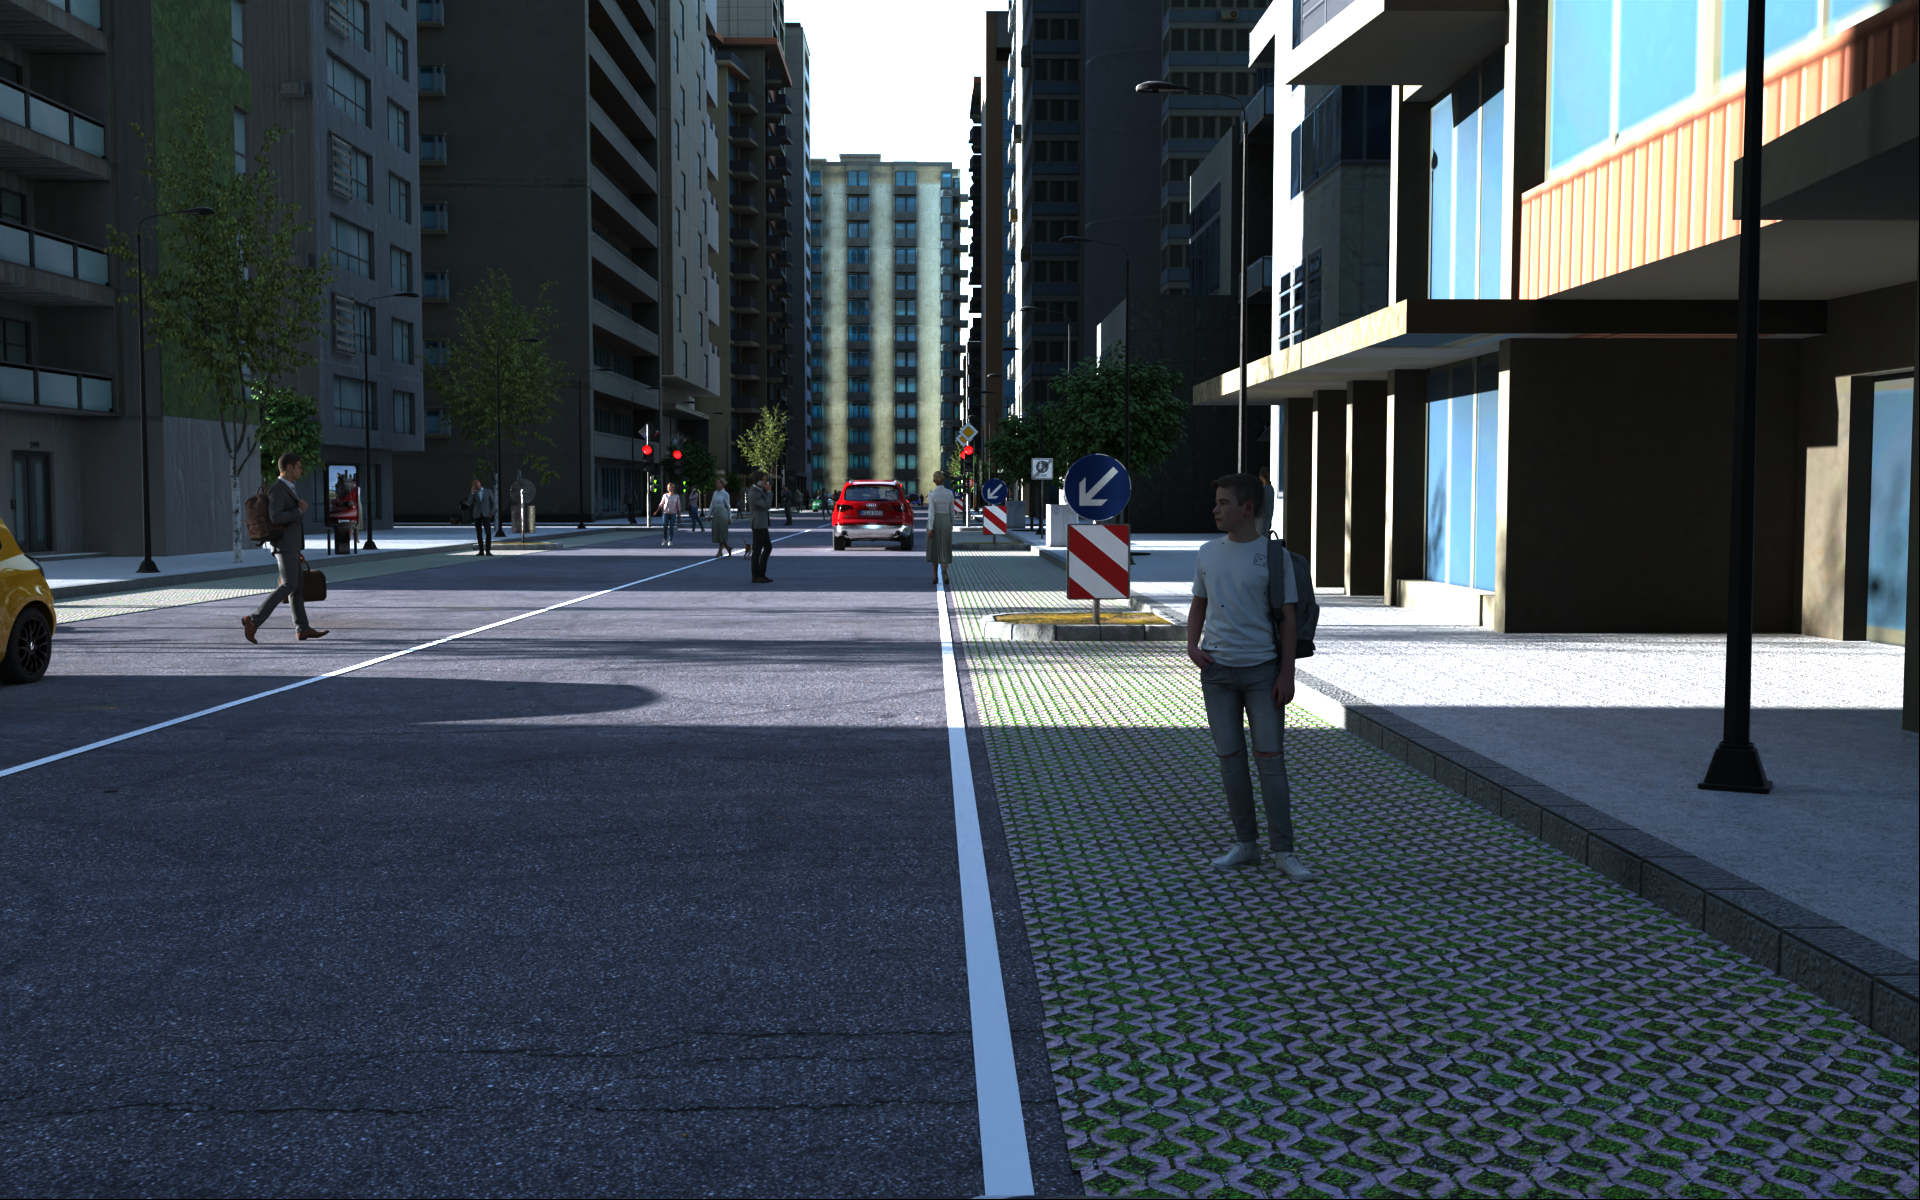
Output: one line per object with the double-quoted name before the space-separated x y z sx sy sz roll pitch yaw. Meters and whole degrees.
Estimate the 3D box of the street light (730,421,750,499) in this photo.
"street light" -14.287 -8.427 110.322 1.470 5.913 1.316 0 4 -1

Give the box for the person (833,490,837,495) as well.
"person" -13.165 -10.676 182.676 1.348 1.869 0.705 3 5 42

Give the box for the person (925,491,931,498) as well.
"person" -3.106 -10.820 185.538 1.348 1.807 0.705 -1 4 -11

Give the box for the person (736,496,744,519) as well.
"person" -12.443 -5.210 97.958 0.475 1.303 0.640 1 4 20

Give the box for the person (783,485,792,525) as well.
"person" -7.945 -4.348 79.403 0.447 1.846 0.655 -2 4 -30

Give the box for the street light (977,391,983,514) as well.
"street light" 1.615 -6.453 78.045 1.470 5.913 1.316 0 4 -1

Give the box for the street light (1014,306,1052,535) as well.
"street light" 2.172 -4.312 43.043 1.470 5.913 1.316 0 4 -1

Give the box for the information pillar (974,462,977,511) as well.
"information pillar" 1.189 -8.352 127.906 0.183 3.616 0.504 -1 4 -17

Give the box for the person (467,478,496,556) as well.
"person" -11.058 -1.920 40.072 0.592 1.802 0.473 1 4 10

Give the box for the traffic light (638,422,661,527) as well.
"traffic light" -12.048 -4.784 67.132 0.839 4.253 0.868 0 4 -1

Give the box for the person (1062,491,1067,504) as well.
"person" 4.151 -3.666 65.821 0.661 1.843 0.795 -2 4 -26

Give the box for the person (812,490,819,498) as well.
"person" -16.529 -11.747 198.810 1.217 1.736 0.721 2 4 27

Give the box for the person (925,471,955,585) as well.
"person" -0.298 -1.144 27.422 0.478 1.798 0.641 0 4 -8

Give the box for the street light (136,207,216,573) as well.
"street light" -12.747 -3.403 28.172 1.470 5.913 1.316 0 4 -1

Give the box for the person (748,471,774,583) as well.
"person" -3.211 -1.183 28.025 0.473 1.802 0.592 0 4 8

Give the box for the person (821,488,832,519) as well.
"person" -7.567 -5.460 98.047 0.573 1.790 0.520 2 4 29

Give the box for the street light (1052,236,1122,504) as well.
"street light" 2.486 -3.599 31.381 1.470 5.913 1.316 0 4 -1

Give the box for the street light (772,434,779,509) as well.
"street light" -14.718 -9.870 133.916 1.470 5.913 1.316 0 4 -1

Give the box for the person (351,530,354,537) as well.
"person" -18.157 -2.733 51.273 0.519 1.759 0.362 0 4 -3

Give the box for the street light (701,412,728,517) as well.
"street light" -14.113 -7.692 98.309 1.470 5.913 1.316 0 4 -1

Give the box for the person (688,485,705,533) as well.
"person" -9.623 -3.309 63.198 0.643 1.750 0.593 -1 4 -10

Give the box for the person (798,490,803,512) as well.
"person" -13.055 -8.083 140.844 0.511 1.800 0.466 -3 5 -42

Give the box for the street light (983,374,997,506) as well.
"street light" 1.766 -5.784 67.110 1.470 5.913 1.316 0 4 -1

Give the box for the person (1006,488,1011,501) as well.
"person" 4.184 -8.839 150.542 0.573 1.828 0.580 1 4 11

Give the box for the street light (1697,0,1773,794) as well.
"street light" 2.853 -2.132 7.400 1.470 5.913 1.316 0 4 -1

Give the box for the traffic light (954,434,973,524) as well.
"traffic light" 0.171 -5.286 75.348 0.839 4.253 0.868 0 4 -1

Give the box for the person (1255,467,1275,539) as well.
"person" 5.054 -1.329 28.524 0.760 1.731 0.466 0 4 4

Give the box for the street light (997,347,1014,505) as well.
"street light" 2.016 -5.026 54.708 1.470 5.913 1.316 0 4 -1

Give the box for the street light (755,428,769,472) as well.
"street light" -14.470 -9.157 122.253 1.470 5.913 1.316 0 4 -1

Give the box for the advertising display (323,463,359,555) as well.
"advertising display" -13.110 -1.926 36.710 0.123 1.923 0.974 1 4 19

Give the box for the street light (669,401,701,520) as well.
"street light" -13.921 -6.979 86.645 1.470 5.913 1.316 0 4 -1

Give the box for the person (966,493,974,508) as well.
"person" 0.996 -9.412 159.894 1.348 1.831 0.705 1 4 12

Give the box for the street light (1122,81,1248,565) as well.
"street light" 2.681 -2.883 19.677 1.470 5.913 1.316 0 4 -1

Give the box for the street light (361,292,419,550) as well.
"street light" -13.130 -4.123 39.948 1.470 5.913 1.316 0 4 -1

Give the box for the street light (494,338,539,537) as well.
"street light" -13.207 -4.836 51.615 1.470 5.913 1.316 0 4 -1

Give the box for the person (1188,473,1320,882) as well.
"person" 1.118 0.277 6.562 0.503 1.515 0.523 0 4 0

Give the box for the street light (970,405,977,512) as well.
"street light" 1.384 -7.199 90.246 1.470 5.913 1.316 0 4 -1

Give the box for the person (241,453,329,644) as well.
"person" -6.581 -0.513 16.844 0.822 1.834 0.622 -2 4 -27

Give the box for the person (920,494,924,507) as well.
"person" -4.114 -10.737 187.279 0.421 1.427 0.697 0 4 8

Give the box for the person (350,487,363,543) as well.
"person" -15.974 -2.401 45.530 0.478 1.798 0.641 -2 4 -32

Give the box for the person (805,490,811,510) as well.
"person" -13.898 -9.148 158.211 0.705 1.807 1.348 1 4 18

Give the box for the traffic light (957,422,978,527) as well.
"traffic light" 0.311 -4.798 67.364 0.839 4.253 0.868 0 4 -1

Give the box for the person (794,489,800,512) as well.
"person" -12.366 -7.492 131.181 0.537 1.800 0.526 -1 4 -21

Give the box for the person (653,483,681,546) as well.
"person" -8.139 -2.379 48.070 0.731 1.740 0.598 -1 4 -17

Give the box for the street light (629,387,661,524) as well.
"street light" -13.627 -6.265 74.982 1.470 5.913 1.316 0 4 -1

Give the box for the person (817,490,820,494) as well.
"person" -16.248 -11.866 200.573 0.721 1.766 1.217 -1 4 -19

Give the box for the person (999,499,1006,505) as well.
"person" 2.388 -5.506 96.029 0.622 1.834 0.822 -1 4 -17

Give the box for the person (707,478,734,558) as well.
"person" -5.319 -1.836 38.752 0.478 1.798 0.641 3 5 44

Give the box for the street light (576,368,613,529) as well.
"street light" -13.426 -5.579 63.752 1.470 5.913 1.316 0 4 -1

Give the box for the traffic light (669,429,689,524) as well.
"traffic light" -12.188 -5.272 75.116 0.839 4.253 0.868 0 4 -1

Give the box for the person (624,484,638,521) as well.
"person" -15.516 -4.610 81.822 0.661 1.777 0.834 1 4 12

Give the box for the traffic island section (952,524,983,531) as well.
"traffic island section" 0.212 -3.253 75.462 2.009 0.180 2.903 0 4 -1
